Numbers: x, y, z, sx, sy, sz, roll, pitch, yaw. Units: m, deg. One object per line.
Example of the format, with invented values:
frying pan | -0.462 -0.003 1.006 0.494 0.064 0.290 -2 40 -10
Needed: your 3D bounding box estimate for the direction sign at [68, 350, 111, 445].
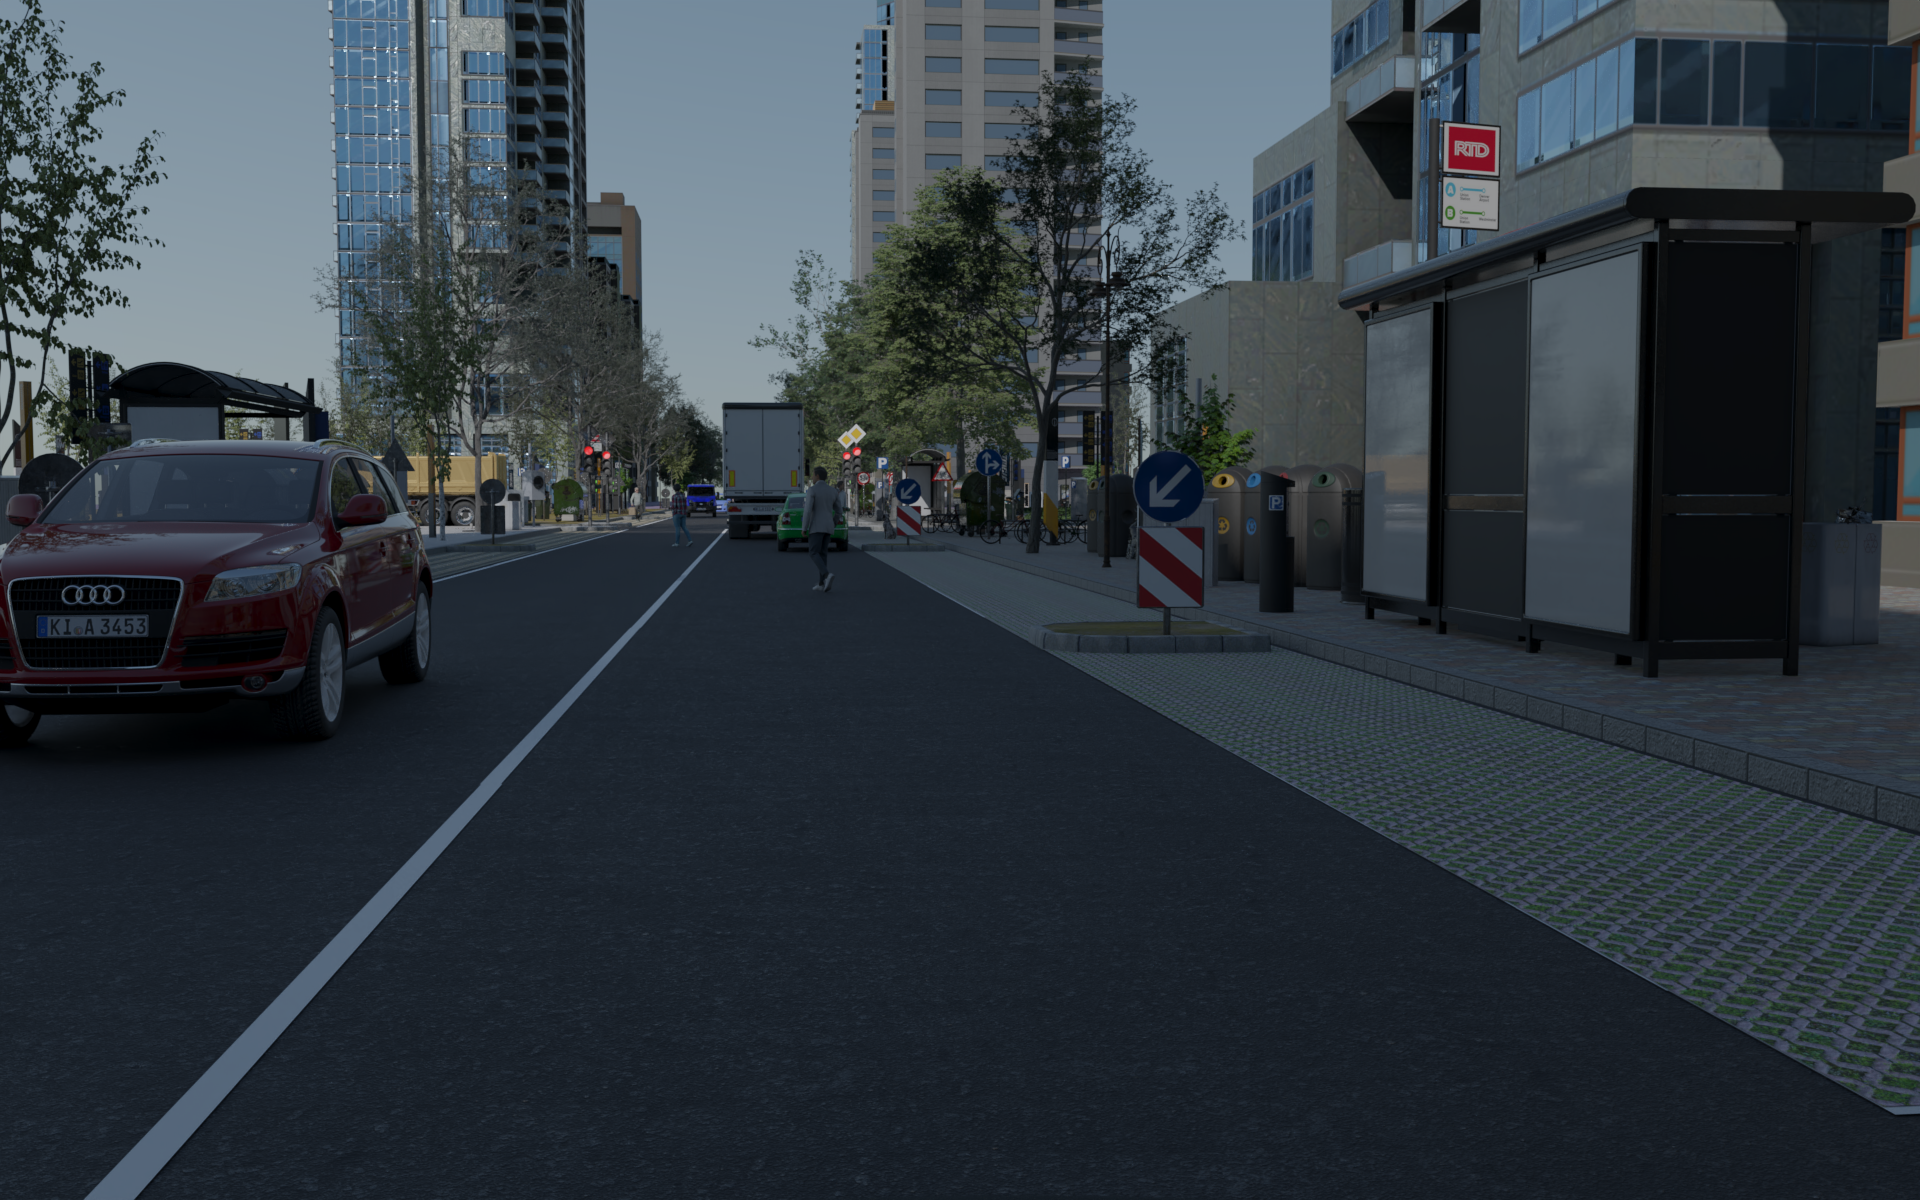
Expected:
direction sign | -13.842 -2.179 27.624 0.379 3.537 0.876 1 4 13

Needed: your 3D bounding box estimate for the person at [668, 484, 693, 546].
person | -7.679 -2.333 47.484 0.643 1.720 0.563 3 4 37

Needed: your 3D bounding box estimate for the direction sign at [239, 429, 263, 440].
direction sign | -24.541 -4.161 60.033 0.876 3.537 0.379 1 4 12

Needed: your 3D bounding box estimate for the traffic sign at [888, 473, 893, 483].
traffic sign | -3.966 -6.397 104.702 0.768 2.556 0.104 0 4 -1

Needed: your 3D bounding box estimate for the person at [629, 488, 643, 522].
person | -16.815 -4.941 89.771 0.515 1.767 0.782 3 5 42

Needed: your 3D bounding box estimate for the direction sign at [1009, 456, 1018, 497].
direction sign | 3.071 -6.823 103.552 0.876 3.537 0.379 -2 4 -28

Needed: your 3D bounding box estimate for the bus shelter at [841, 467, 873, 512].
bus shelter | -7.384 -7.955 123.994 2.014 3.302 5.546 0 4 -7

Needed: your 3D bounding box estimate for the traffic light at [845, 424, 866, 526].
traffic light | -4.164 -4.920 69.360 0.839 4.253 0.868 0 4 -7

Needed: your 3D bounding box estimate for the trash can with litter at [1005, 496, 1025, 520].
trash can with litter | 2.502 -4.237 80.667 0.624 1.170 1.055 3 5 43

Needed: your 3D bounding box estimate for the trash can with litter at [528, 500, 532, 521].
trash can with litter | -20.436 -4.262 81.074 0.624 1.170 1.055 -3 4 -37

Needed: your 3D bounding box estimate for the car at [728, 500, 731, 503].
car | -24.590 -10.719 187.843 1.945 1.354 3.894 0 4 -5

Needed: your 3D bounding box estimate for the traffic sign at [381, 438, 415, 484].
traffic sign | -13.195 -2.478 40.519 0.884 2.594 0.081 0 4 -4

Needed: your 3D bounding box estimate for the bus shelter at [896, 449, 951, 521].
bus shelter | -1.728 -5.269 80.079 2.014 3.302 5.546 0 4 -7

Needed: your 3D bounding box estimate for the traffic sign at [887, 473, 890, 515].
traffic sign | -4.359 -6.480 105.959 0.884 2.594 0.081 0 4 -2

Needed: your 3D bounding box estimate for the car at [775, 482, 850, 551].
car | -3.808 -2.196 44.700 1.959 1.807 4.718 0 4 -5

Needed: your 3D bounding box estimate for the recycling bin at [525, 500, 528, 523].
recycling bin | -19.554 -3.907 76.425 0.722 1.027 0.722 3 4 39

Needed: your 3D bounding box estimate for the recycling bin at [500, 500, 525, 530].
recycling bin | -16.006 -3.008 61.730 0.722 1.027 0.722 -1 4 -10

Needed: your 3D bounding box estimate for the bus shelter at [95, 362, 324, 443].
bus shelter | -12.459 -2.161 29.250 2.014 3.302 5.546 0 4 -6

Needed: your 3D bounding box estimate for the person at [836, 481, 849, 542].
person | -3.659 -2.635 51.691 0.679 1.850 0.850 -3 5 -44

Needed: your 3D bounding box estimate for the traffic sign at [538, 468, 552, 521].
traffic sign | -20.097 -5.109 83.636 0.768 2.556 0.104 0 4 1

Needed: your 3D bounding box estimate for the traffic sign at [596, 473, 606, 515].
traffic sign | -21.522 -6.358 104.052 0.768 2.556 0.104 0 4 1

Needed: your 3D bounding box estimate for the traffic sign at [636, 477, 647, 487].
traffic sign | -23.275 -7.735 126.565 0.768 2.556 0.104 0 4 2

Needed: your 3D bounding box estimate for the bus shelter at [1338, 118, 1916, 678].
bus shelter | 5.107 -2.362 16.254 2.179 5.291 8.768 0 4 -6

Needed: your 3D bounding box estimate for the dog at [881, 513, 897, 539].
dog | -2.268 -2.322 54.803 0.513 0.831 0.800 0 4 2

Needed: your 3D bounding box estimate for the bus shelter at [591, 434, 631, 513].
bus shelter | -23.930 -8.624 118.632 2.179 5.291 8.768 0 4 -7

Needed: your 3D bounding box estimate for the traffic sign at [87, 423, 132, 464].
traffic sign | -12.210 -1.394 24.915 0.606 2.300 0.079 0 4 -6

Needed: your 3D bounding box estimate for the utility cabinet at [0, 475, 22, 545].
utility cabinet | -11.161 -0.717 20.406 1.173 1.500 0.318 -1 4 -17

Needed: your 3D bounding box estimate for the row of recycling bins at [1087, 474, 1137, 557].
row of recycling bins | 3.298 -1.815 36.786 1.069 1.692 3.534 0 4 0

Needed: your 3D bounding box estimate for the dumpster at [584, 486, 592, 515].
dumpster | -22.874 -6.027 104.296 1.264 1.857 1.865 0 4 -7

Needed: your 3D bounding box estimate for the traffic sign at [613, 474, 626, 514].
traffic sign | -21.749 -6.748 110.332 0.884 2.594 0.081 0 4 -6

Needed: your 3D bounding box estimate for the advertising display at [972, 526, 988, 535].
advertising display | 0.664 -3.031 54.769 0.123 1.923 0.974 2 4 35

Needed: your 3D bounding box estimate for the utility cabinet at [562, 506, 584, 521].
utility cabinet | -18.476 -4.509 82.405 1.173 1.500 0.318 1 4 17

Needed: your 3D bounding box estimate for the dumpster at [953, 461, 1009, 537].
dumpster | 0.640 -3.044 52.265 1.502 2.255 1.985 0 4 -6

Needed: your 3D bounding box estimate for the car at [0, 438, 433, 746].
car | -4.896 -0.181 11.634 2.281 1.827 5.304 0 4 -8

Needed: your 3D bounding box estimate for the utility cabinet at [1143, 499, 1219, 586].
utility cabinet | 3.094 -0.804 24.313 1.020 1.237 0.306 1 4 22

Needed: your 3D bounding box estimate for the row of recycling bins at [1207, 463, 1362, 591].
row of recycling bins | 4.643 -1.070 24.615 1.069 1.692 3.534 -1 4 -22

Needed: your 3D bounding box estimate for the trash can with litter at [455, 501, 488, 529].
trash can with litter | -17.378 -3.214 63.600 1.678 1.210 2.233 -3 5 -43

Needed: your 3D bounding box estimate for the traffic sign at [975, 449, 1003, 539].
traffic sign | 0.819 -2.987 48.936 0.768 2.556 0.104 0 4 3

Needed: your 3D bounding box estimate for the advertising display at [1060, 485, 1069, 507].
advertising display | 7.210 -6.983 119.393 0.123 1.923 0.974 3 4 37

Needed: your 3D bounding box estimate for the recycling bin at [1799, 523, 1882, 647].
recycling bin | 7.407 -0.147 14.960 0.722 1.027 0.722 -2 4 -25

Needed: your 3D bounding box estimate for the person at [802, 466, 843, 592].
person | -1.999 -1.052 25.539 0.661 1.843 0.795 -3 4 -39

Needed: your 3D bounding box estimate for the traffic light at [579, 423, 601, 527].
traffic light | -14.554 -4.845 68.143 0.839 4.253 0.868 0 4 -7

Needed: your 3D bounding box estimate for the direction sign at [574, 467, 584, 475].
direction sign | -31.319 -9.196 142.345 0.876 3.537 0.379 1 4 9

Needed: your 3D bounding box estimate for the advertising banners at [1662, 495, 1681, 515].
advertising banners | 7.544 -1.378 18.712 0.090 3.025 2.074 0 4 -3

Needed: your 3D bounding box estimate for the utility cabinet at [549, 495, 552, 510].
utility cabinet | -32.918 -7.736 137.637 1.020 1.237 0.306 2 4 24

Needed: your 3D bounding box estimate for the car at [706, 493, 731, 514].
car | -17.678 -7.122 126.042 1.945 1.707 3.694 -1 4 -8

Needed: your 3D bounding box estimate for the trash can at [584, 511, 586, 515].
trash can | -23.014 -5.763 105.876 0.748 1.137 0.748 0 3 0

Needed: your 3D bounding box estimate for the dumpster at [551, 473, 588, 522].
dumpster | -18.051 -4.739 79.969 1.502 2.255 1.985 0 4 -6

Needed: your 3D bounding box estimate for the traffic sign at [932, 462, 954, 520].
traffic sign | -0.697 -4.278 69.952 0.884 2.594 0.081 0 4 2

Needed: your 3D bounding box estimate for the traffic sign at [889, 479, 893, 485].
traffic sign | -3.869 -6.362 104.015 0.884 2.594 0.081 0 4 -1

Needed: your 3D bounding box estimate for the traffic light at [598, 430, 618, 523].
traffic light | -15.474 -5.331 76.075 0.839 4.253 0.868 0 4 -7

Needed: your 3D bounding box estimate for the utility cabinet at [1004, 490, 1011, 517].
utility cabinet | 2.258 -5.403 97.018 1.173 1.500 0.318 -2 4 -26

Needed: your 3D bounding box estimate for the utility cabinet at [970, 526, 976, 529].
utility cabinet | 0.608 -3.211 63.667 0.306 1.237 1.020 1 4 13

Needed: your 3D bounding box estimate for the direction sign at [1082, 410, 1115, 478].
direction sign | 3.742 -3.371 47.110 0.876 3.537 0.379 -1 4 -18

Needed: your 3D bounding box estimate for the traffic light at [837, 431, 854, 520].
traffic light | -5.084 -5.405 77.292 0.839 4.253 0.868 0 4 -7

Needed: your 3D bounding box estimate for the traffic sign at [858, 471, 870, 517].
traffic sign | -5.376 -5.911 96.746 0.768 2.556 0.104 0 4 2
